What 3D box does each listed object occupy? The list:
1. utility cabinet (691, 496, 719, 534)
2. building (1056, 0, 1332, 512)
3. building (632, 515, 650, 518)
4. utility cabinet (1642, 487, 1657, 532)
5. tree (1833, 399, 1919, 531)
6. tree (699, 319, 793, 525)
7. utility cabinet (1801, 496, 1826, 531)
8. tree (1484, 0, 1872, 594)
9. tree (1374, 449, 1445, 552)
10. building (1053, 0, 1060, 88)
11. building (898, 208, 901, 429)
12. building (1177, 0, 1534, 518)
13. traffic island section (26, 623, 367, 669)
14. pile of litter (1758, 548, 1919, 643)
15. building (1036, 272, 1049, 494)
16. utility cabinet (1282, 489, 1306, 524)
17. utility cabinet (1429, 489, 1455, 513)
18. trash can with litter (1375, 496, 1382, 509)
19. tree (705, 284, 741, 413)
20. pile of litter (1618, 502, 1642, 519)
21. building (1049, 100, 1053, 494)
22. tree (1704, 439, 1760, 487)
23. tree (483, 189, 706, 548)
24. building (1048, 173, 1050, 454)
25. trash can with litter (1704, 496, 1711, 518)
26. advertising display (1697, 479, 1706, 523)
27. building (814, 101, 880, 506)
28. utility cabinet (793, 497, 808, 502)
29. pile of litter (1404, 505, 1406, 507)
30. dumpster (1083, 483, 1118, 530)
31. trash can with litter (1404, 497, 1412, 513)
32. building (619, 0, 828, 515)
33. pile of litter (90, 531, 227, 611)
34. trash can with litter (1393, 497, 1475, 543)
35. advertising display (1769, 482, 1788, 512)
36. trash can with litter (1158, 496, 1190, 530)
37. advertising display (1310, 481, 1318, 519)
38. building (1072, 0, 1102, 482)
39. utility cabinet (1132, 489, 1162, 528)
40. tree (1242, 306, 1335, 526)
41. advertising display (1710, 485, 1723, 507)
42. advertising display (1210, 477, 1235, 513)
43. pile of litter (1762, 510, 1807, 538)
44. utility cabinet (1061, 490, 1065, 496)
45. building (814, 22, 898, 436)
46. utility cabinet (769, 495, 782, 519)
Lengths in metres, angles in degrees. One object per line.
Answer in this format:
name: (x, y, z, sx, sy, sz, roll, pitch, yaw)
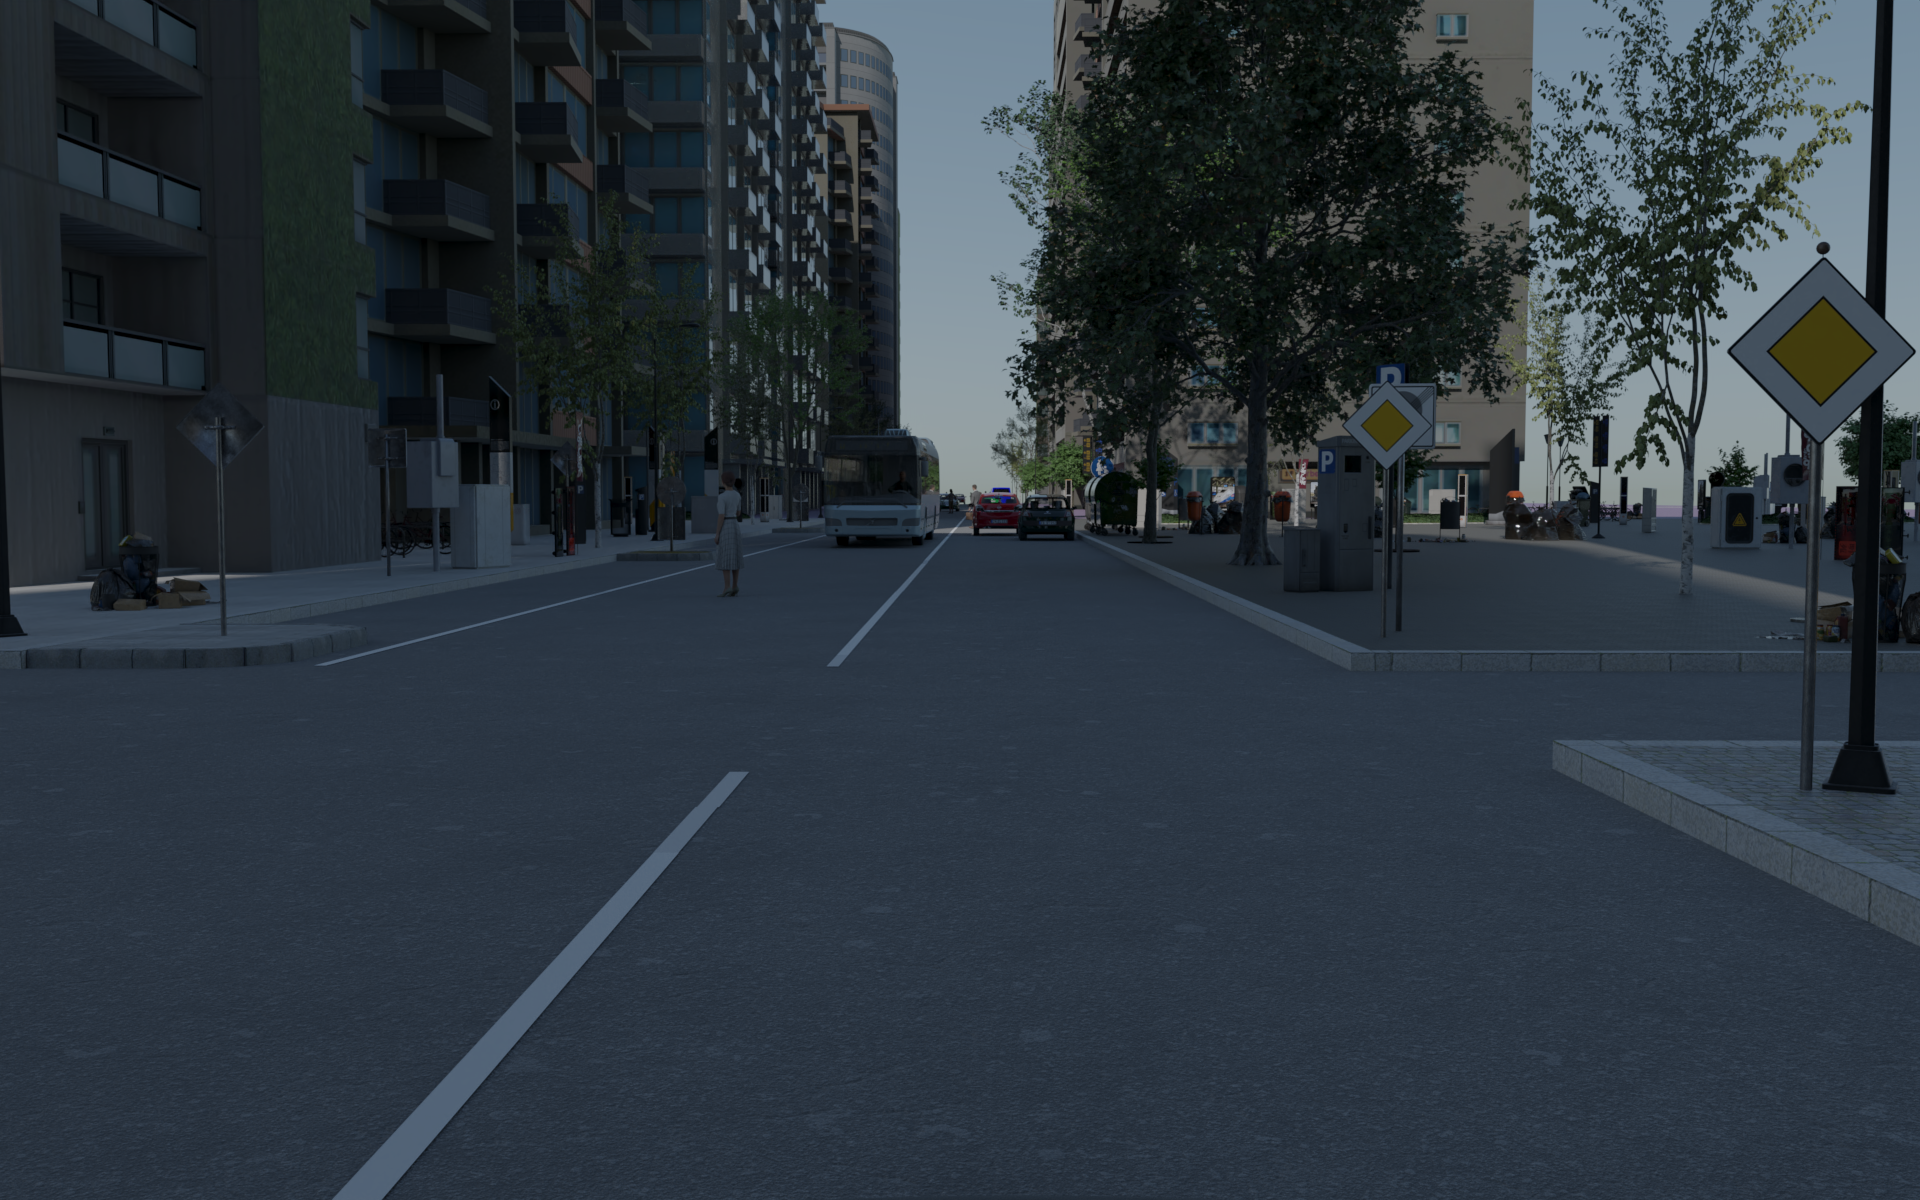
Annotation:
utility cabinet: (-8.216, -2.763, 56.344, 1.020, 1.237, 0.306, 0, 4, -1)
building: (19.473, -32.306, 151.903, 21.300, 48.544, 21.600, 0, 4, 1)
building: (-22.940, -29.728, 105.660, 23.786, 49.044, 30.456, 0, 4, 1)
utility cabinet: (23.045, -3.008, 57.858, 0.318, 1.500, 1.173, 2, 4, 29)
tree: (31.887, -4.659, 59.892, 4.285, 4.588, 4.351, 0, 3, 0)
tree: (-8.730, -7.454, 72.239, 4.360, 8.622, 3.978, 0, 3, 0)
utility cabinet: (29.247, -2.948, 59.354, 1.020, 1.237, 0.306, -2, 4, -32)
tree: (9.116, -4.388, 22.106, 4.737, 8.622, 4.395, 0, 3, 0)
tree: (9.654, -2.689, 38.570, 1.663, 3.219, 1.824, 0, 3, 0)
building: (21.165, -48.937, 238.372, 20.563, 71.187, 20.611, 0, 4, 1)
building: (-15.620, -34.090, 240.962, 14.154, 41.232, 14.086, 0, 4, 1)
building: (19.570, -29.168, 100.591, 21.300, 48.544, 21.600, 0, 4, 1)
traffic island section: (-6.681, 0.404, 15.670, 2.009, 0.180, 2.903, 0, 4, 1)
pile of litter: (8.027, -0.080, 15.279, 1.719, 0.858, 1.176, 3, 4, 37)
building: (16.717, -27.543, 222.027, 14.160, 30.474, 14.107, 0, 4, 1)
utility cabinet: (14.232, -3.981, 73.771, 1.173, 1.500, 0.318, -3, 4, -37)
utility cabinet: (23.068, -4.541, 82.921, 1.173, 1.500, 0.318, 3, 4, 37)
trash can with litter: (21.649, -4.779, 89.523, 0.624, 1.170, 1.055, 0, 4, -7)
tree: (-8.872, -6.279, 53.028, 4.737, 8.622, 4.395, 0, 3, 0)
pile of litter: (34.666, -4.571, 88.701, 1.176, 0.858, 1.719, -3, 5, -43)
building: (20.736, -34.523, 188.145, 21.300, 48.544, 21.600, 0, 4, 1)
tree: (27.593, -4.089, 61.451, 1.663, 3.219, 1.824, 0, 3, 0)
tree: (-8.885, -5.550, 41.111, 4.737, 8.622, 4.395, 0, 3, 0)
building: (17.708, -34.065, 207.072, 14.600, 45.320, 14.200, 0, 4, 1)
trash can with litter: (39.030, -4.805, 89.955, 1.055, 1.170, 0.624, -2, 4, -31)
advertising display: (32.832, -4.371, 76.687, 0.123, 1.923, 0.974, 1, 4, 9)
building: (-20.352, -32.826, 191.323, 22.147, 44.769, 28.867, 0, 4, 1)
utility cabinet: (-8.032, -4.653, 87.233, 0.306, 1.237, 1.020, -2, 4, -35)
pile of litter: (21.196, -4.268, 83.745, 1.176, 0.858, 1.719, -3, 5, -40)
dumpster: (5.068, -3.426, 61.768, 1.264, 1.857, 1.865, 0, 4, 1)
trash can with litter: (23.222, -4.761, 89.234, 1.055, 1.170, 0.624, 1, 4, 10)
building: (-22.303, -31.624, 136.664, 23.786, 49.044, 30.456, 0, 4, 1)
pile of litter: (-9.132, -0.353, 19.744, 1.176, 0.858, 1.719, 3, 4, 36)
trash can with litter: (12.716, -2.161, 46.394, 2.233, 1.210, 1.678, 1, 4, 11)
advertising display: (42.311, -5.163, 89.632, 0.974, 1.923, 0.123, 1, 4, 9)
trash can with litter: (7.653, -3.105, 61.829, 2.233, 1.210, 1.678, -3, 5, -42)
advertising display: (18.137, -5.050, 87.783, 0.123, 1.923, 0.974, -2, 4, -34)
building: (19.591, -28.881, 126.826, 22.147, 44.769, 28.867, 0, 4, 1)
utility cabinet: (6.996, -3.458, 65.209, 1.173, 1.500, 0.318, 2, 4, 30)
tree: (12.402, -6.939, 63.813, 4.360, 8.622, 3.978, 0, 3, 0)
advertising display: (38.409, -5.037, 87.563, 0.974, 1.923, 0.123, 0, 4, -7)
advertising display: (9.681, -3.585, 63.835, 0.974, 1.923, 0.123, -1, 4, -19)
pile of litter: (21.538, -1.916, 45.292, 1.719, 0.858, 1.176, 2, 4, 29)
utility cabinet: (5.362, -4.900, 88.786, 0.318, 1.500, 1.173, 0, 4, -3)
building: (-19.038, -41.430, 219.374, 21.231, 58.520, 28.212, 0, 4, 1)
utility cabinet: (-9.640, -4.794, 89.550, 1.020, 1.237, 0.306, 3, 5, 42)
